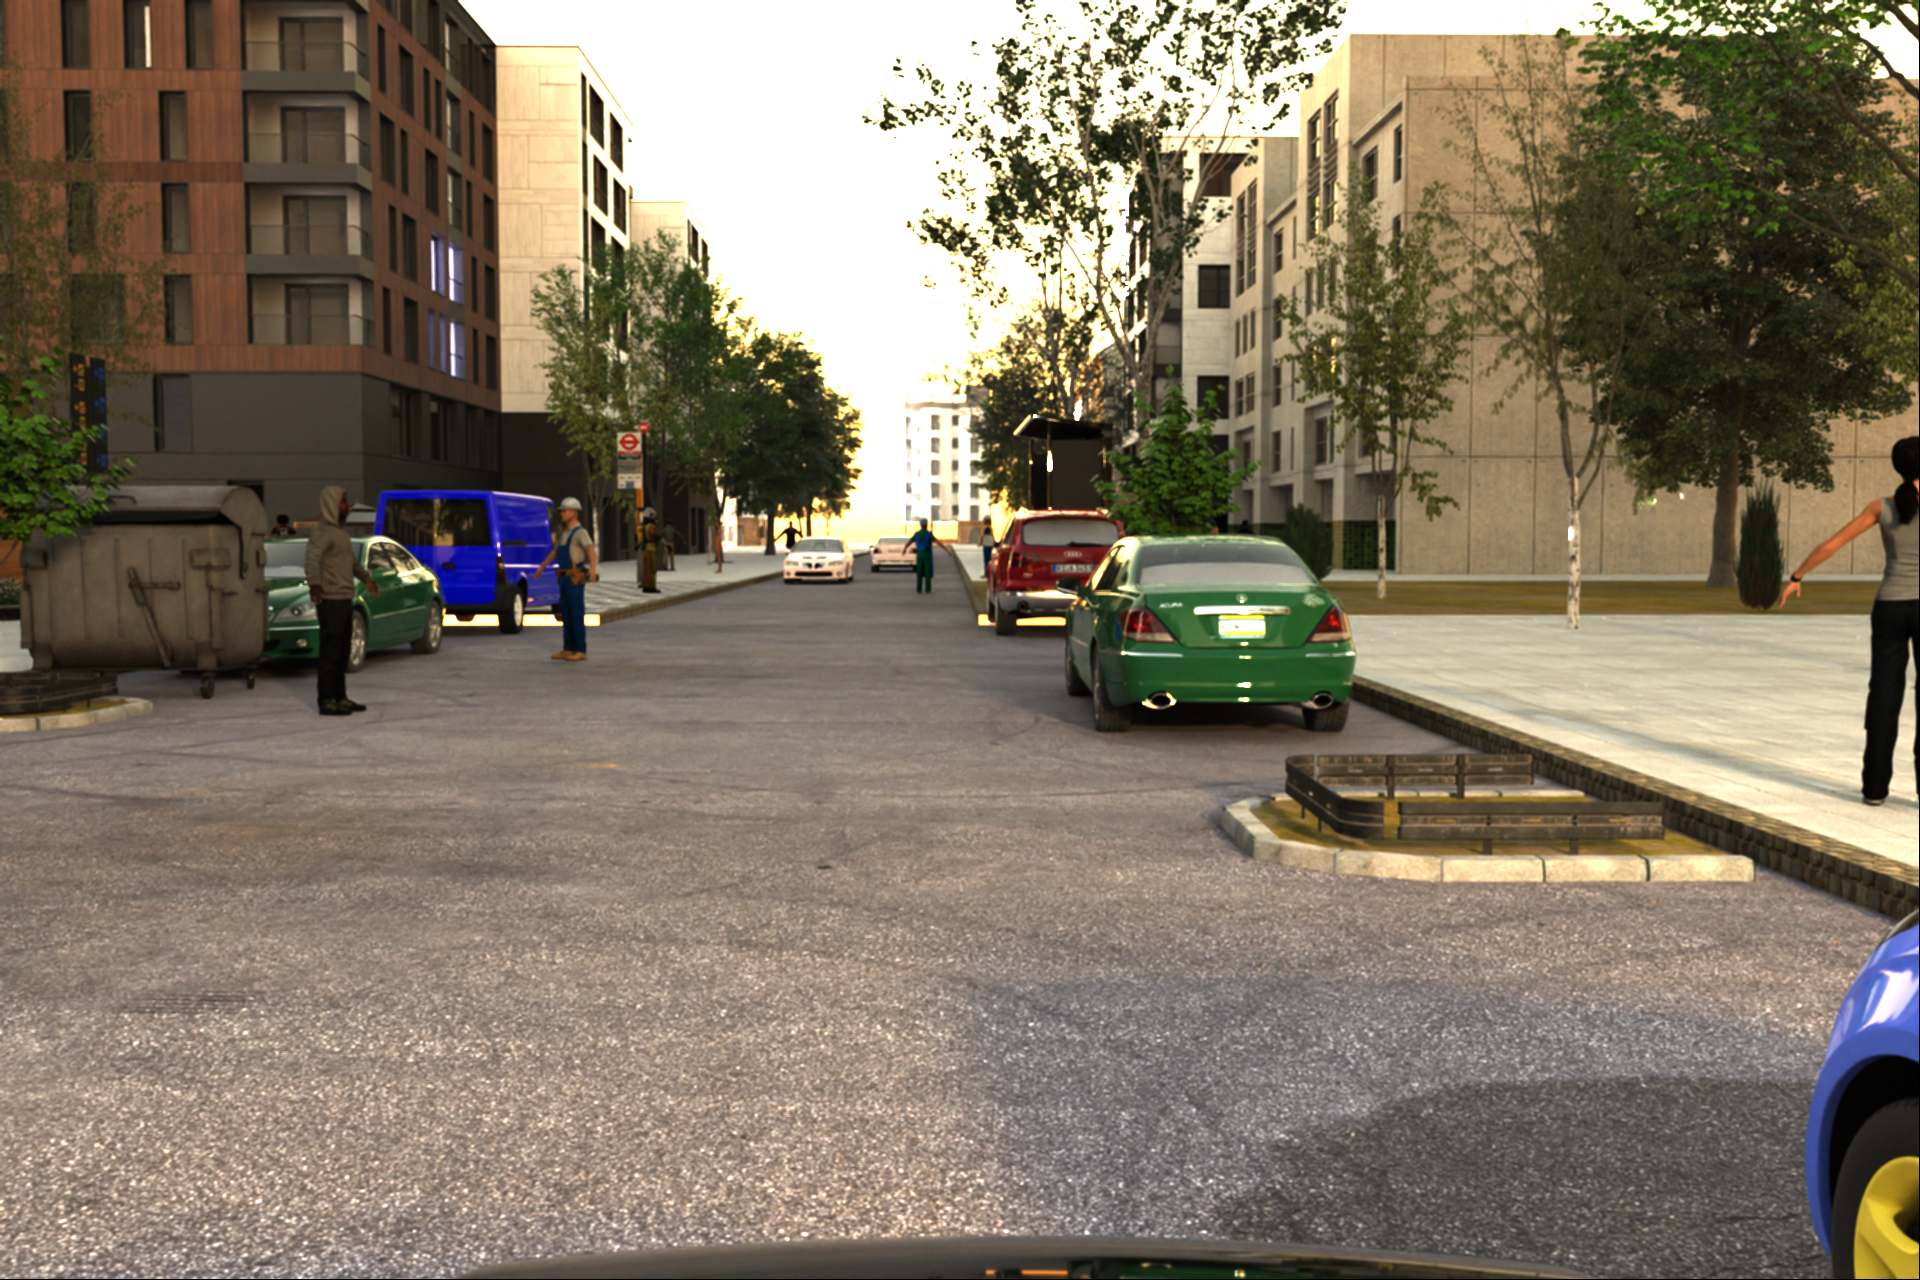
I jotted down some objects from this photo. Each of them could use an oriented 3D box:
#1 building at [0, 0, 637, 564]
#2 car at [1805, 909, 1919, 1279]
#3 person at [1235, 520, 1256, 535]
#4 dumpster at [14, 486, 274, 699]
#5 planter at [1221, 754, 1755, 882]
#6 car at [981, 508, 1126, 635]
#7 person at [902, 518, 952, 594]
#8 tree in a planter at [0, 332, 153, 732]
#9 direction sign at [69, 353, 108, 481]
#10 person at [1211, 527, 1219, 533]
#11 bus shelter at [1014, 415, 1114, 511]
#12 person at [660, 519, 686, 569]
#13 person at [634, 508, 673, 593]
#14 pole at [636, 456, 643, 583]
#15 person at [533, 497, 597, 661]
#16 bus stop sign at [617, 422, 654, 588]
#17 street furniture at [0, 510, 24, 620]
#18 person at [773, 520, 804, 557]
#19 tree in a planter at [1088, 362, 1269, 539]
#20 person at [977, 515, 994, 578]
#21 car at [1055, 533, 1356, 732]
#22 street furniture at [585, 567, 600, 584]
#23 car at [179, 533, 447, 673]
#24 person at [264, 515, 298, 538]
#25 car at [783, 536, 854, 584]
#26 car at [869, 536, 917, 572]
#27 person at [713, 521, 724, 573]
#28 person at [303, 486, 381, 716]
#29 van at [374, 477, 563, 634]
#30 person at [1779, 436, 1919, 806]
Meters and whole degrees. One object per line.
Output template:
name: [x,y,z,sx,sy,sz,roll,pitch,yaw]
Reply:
building: [-29.789,-13.844,70.329,27.936,21.610,32.646,0,4,-1]
car: [2.275,0.498,1.449,1.945,1.707,3.694,0,4,-1]
person: [9.327,-3.043,56.476,1.216,1.740,0.721,2,4,28]
dumpster: [-7.260,-0.444,15.475,1.865,1.857,1.264,0,4,-1]
planter: [2.280,0.796,8.125,1.991,0.319,1.994,0,4,-1]
car: [1.476,-1.063,26.058,2.281,1.827,5.304,0,4,-1]
person: [-0.840,-2.027,41.717,1.347,1.817,0.704,2,4,29]
tree in a planter: [-7.479,-0.986,13.342,1.991,3.239,1.994,0,4,0]
direction sign: [-11.100,-1.844,22.140,0.379,3.537,0.876,0,4,-1]
person: [4.717,-1.390,31.994,0.991,1.433,0.599,0,4,-6]
bus shelter: [2.182,-2.811,37.240,1.731,3.624,6.357,0,4,-1]
person: [-10.218,-3.329,60.701,1.348,1.796,0.705,-2,4,-28]
person: [-6.743,-1.956,37.746,0.705,1.858,1.354,-3,5,-44]
pole: [-8.345,-3.138,45.156,0.158,3.312,0.155,0,3,0]
person: [-4.442,-0.697,19.716,0.705,1.847,1.347,-3,5,-41]
bus stop sign: [-7.754,-3.225,41.436,0.855,3.939,0.416,0,4,1]
street furniture: [-16.470,-1.245,27.217,11.010,1.723,9.812,2,4,25]
person: [-6.392,-3.627,65.529,1.346,1.802,0.704,-1,4,-11]
tree in a planter: [2.237,-1.273,18.042,1.991,3.239,1.994,0,4,-1]
person: [0.774,-2.719,50.418,0.705,1.833,1.349,1,4,14]
car: [1.873,-0.133,13.971,2.131,1.459,4.920,0,4,-1]
street furniture: [-14.342,-1.717,43.696,10.072,0.657,5.734,0,4,-5]
car: [-7.160,-0.461,19.340,2.131,1.459,4.920,0,4,-1]
person: [-18.985,-2.595,48.569,1.345,1.843,0.704,-2,4,-32]
car: [-4.166,-2.391,51.448,2.083,1.381,4.827,0,4,0]
car: [-2.468,-3.317,66.587,2.083,1.381,4.827,0,4,-2]
person: [-8.097,-3.106,57.592,0.721,1.733,1.217,-1,4,-13]
person: [-4.959,-0.320,13.819,0.705,1.813,1.348,0,4,1]
van: [-7.279,-1.354,26.521,2.240,2.365,5.245,0,4,-1]
person: [4.498,-0.083,8.161,1.217,1.737,0.721,3,5,40]
